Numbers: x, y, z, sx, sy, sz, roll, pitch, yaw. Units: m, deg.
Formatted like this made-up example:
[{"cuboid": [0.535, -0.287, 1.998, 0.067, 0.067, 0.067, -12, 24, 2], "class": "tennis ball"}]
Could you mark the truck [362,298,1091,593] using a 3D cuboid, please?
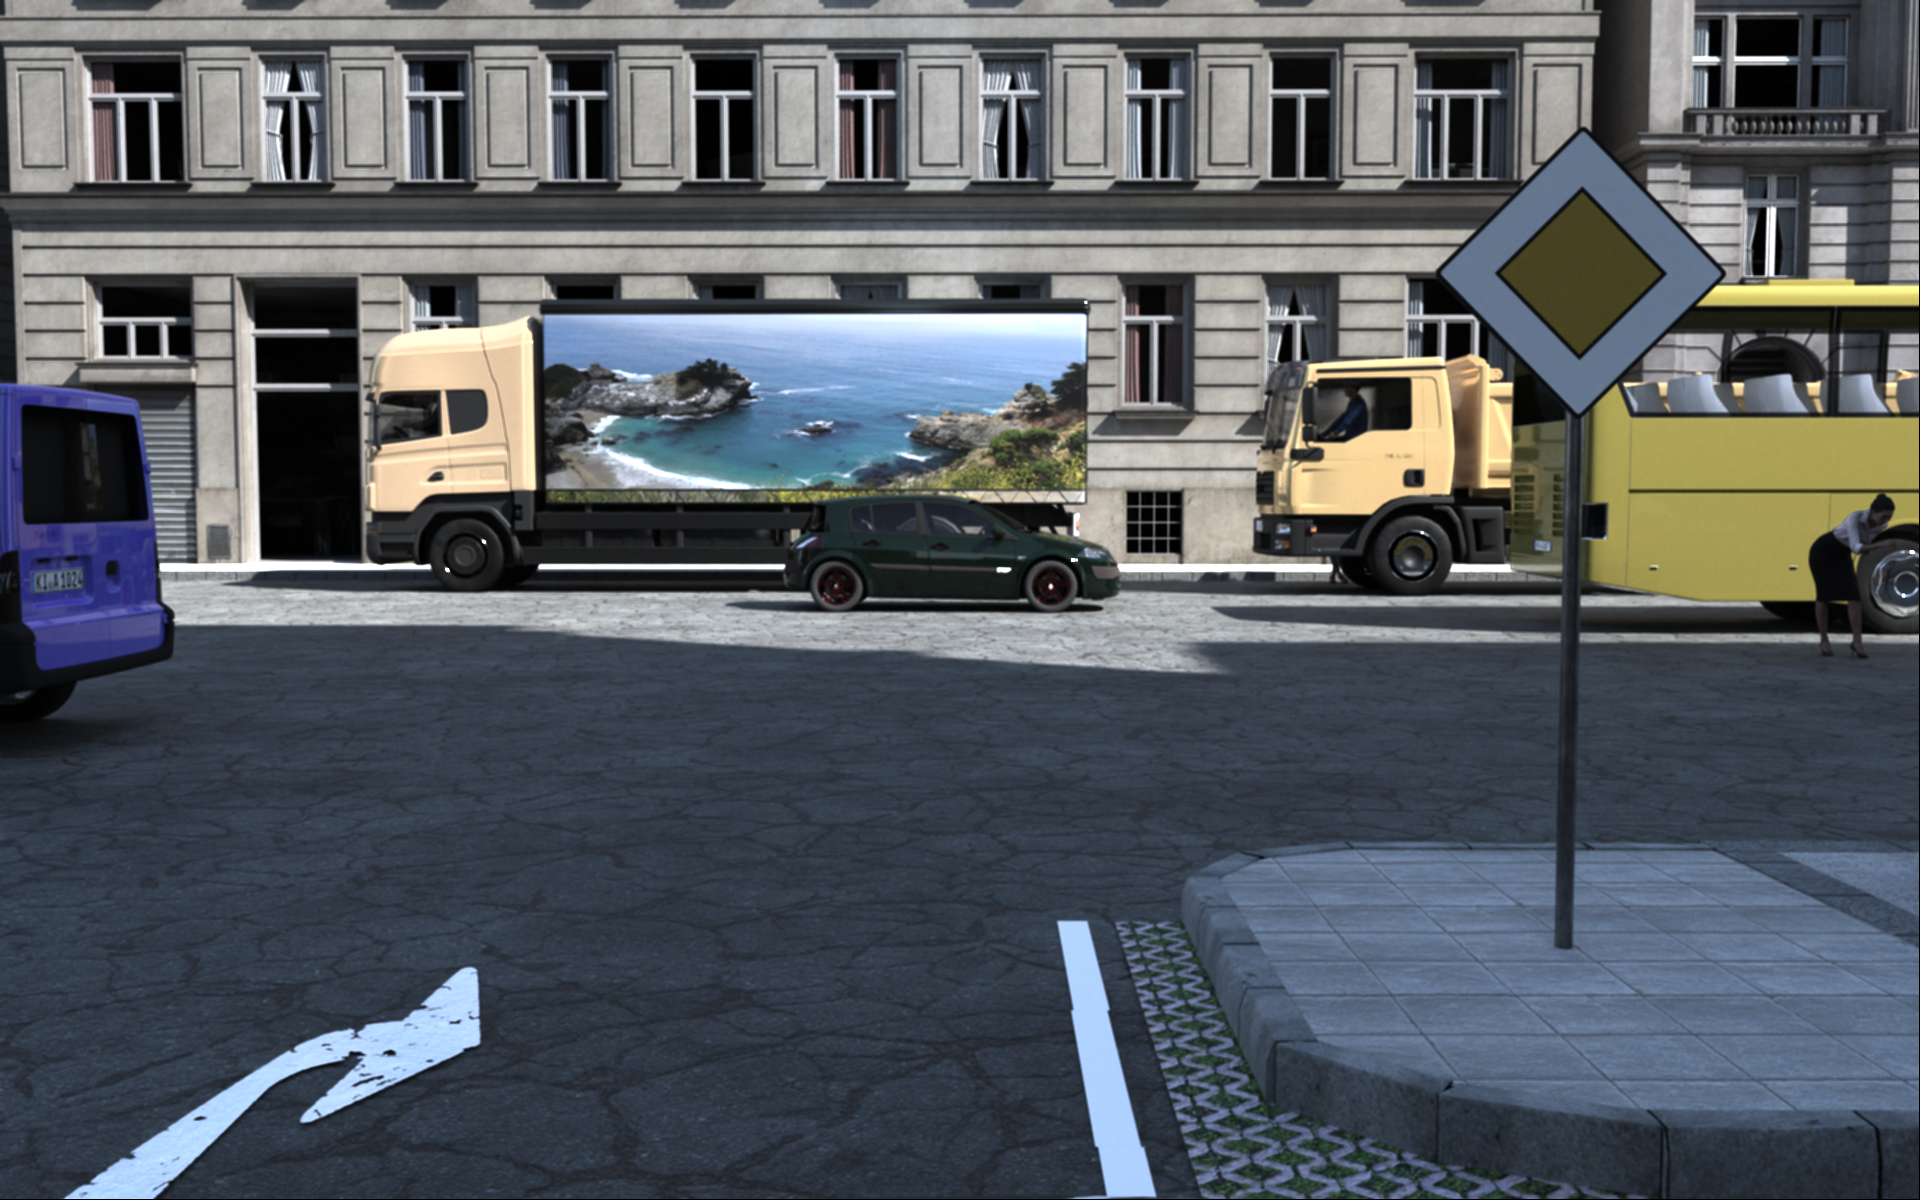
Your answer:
[{"cuboid": [-3.750, -2.276, 26.128, 11.283, 4.237, 2.839, 0, 4, 1], "class": "truck"}]

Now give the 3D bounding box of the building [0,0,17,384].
[{"cuboid": [-28.369, -11.394, 35.449, 18.267, 20.994, 9.793, 0, 4, 1], "class": "building"}]

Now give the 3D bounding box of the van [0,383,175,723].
[{"cuboid": [-7.574, -0.347, 10.054, 5.245, 2.365, 2.240, 0, 4, -1], "class": "van"}]

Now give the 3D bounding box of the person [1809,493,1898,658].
[{"cuboid": [7.827, -0.211, 15.144, 0.799, 1.438, 0.628, 3, 5, 42], "class": "person"}]

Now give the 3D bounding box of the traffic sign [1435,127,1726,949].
[{"cuboid": [1.707, -0.073, 4.844, 0.795, 2.450, 0.064, 0, 4, 1], "class": "traffic sign"}]

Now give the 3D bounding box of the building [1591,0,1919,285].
[{"cuboid": [24.181, -11.953, 37.230, 24.055, 21.916, 13.314, 0, 4, 1], "class": "building"}]

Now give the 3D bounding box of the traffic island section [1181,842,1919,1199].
[{"cuboid": [1.731, 1.062, 4.921, 2.009, 0.180, 2.903, 0, 4, 1], "class": "traffic island section"}]

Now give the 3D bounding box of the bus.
[{"cuboid": [12.422, -1.658, 18.653, 12.252, 3.916, 2.896, 0, 4, 0], "class": "bus"}]

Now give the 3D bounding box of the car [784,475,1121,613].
[{"cuboid": [-0.095, -0.728, 21.683, 4.222, 1.686, 2.009, 0, 4, 2], "class": "car"}]

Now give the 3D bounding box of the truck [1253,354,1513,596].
[{"cuboid": [8.457, -1.799, 25.345, 9.791, 3.379, 3.469, 0, 4, 0], "class": "truck"}]

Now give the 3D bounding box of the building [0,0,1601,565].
[{"cuboid": [-2.868, -12.525, 38.061, 30.059, 22.955, 16.112, 0, 4, 1], "class": "building"}]

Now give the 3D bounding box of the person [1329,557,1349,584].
[{"cuboid": [6.005, -1.180, 27.805, 0.555, 1.821, 0.388, 0, 4, -2], "class": "person"}]
